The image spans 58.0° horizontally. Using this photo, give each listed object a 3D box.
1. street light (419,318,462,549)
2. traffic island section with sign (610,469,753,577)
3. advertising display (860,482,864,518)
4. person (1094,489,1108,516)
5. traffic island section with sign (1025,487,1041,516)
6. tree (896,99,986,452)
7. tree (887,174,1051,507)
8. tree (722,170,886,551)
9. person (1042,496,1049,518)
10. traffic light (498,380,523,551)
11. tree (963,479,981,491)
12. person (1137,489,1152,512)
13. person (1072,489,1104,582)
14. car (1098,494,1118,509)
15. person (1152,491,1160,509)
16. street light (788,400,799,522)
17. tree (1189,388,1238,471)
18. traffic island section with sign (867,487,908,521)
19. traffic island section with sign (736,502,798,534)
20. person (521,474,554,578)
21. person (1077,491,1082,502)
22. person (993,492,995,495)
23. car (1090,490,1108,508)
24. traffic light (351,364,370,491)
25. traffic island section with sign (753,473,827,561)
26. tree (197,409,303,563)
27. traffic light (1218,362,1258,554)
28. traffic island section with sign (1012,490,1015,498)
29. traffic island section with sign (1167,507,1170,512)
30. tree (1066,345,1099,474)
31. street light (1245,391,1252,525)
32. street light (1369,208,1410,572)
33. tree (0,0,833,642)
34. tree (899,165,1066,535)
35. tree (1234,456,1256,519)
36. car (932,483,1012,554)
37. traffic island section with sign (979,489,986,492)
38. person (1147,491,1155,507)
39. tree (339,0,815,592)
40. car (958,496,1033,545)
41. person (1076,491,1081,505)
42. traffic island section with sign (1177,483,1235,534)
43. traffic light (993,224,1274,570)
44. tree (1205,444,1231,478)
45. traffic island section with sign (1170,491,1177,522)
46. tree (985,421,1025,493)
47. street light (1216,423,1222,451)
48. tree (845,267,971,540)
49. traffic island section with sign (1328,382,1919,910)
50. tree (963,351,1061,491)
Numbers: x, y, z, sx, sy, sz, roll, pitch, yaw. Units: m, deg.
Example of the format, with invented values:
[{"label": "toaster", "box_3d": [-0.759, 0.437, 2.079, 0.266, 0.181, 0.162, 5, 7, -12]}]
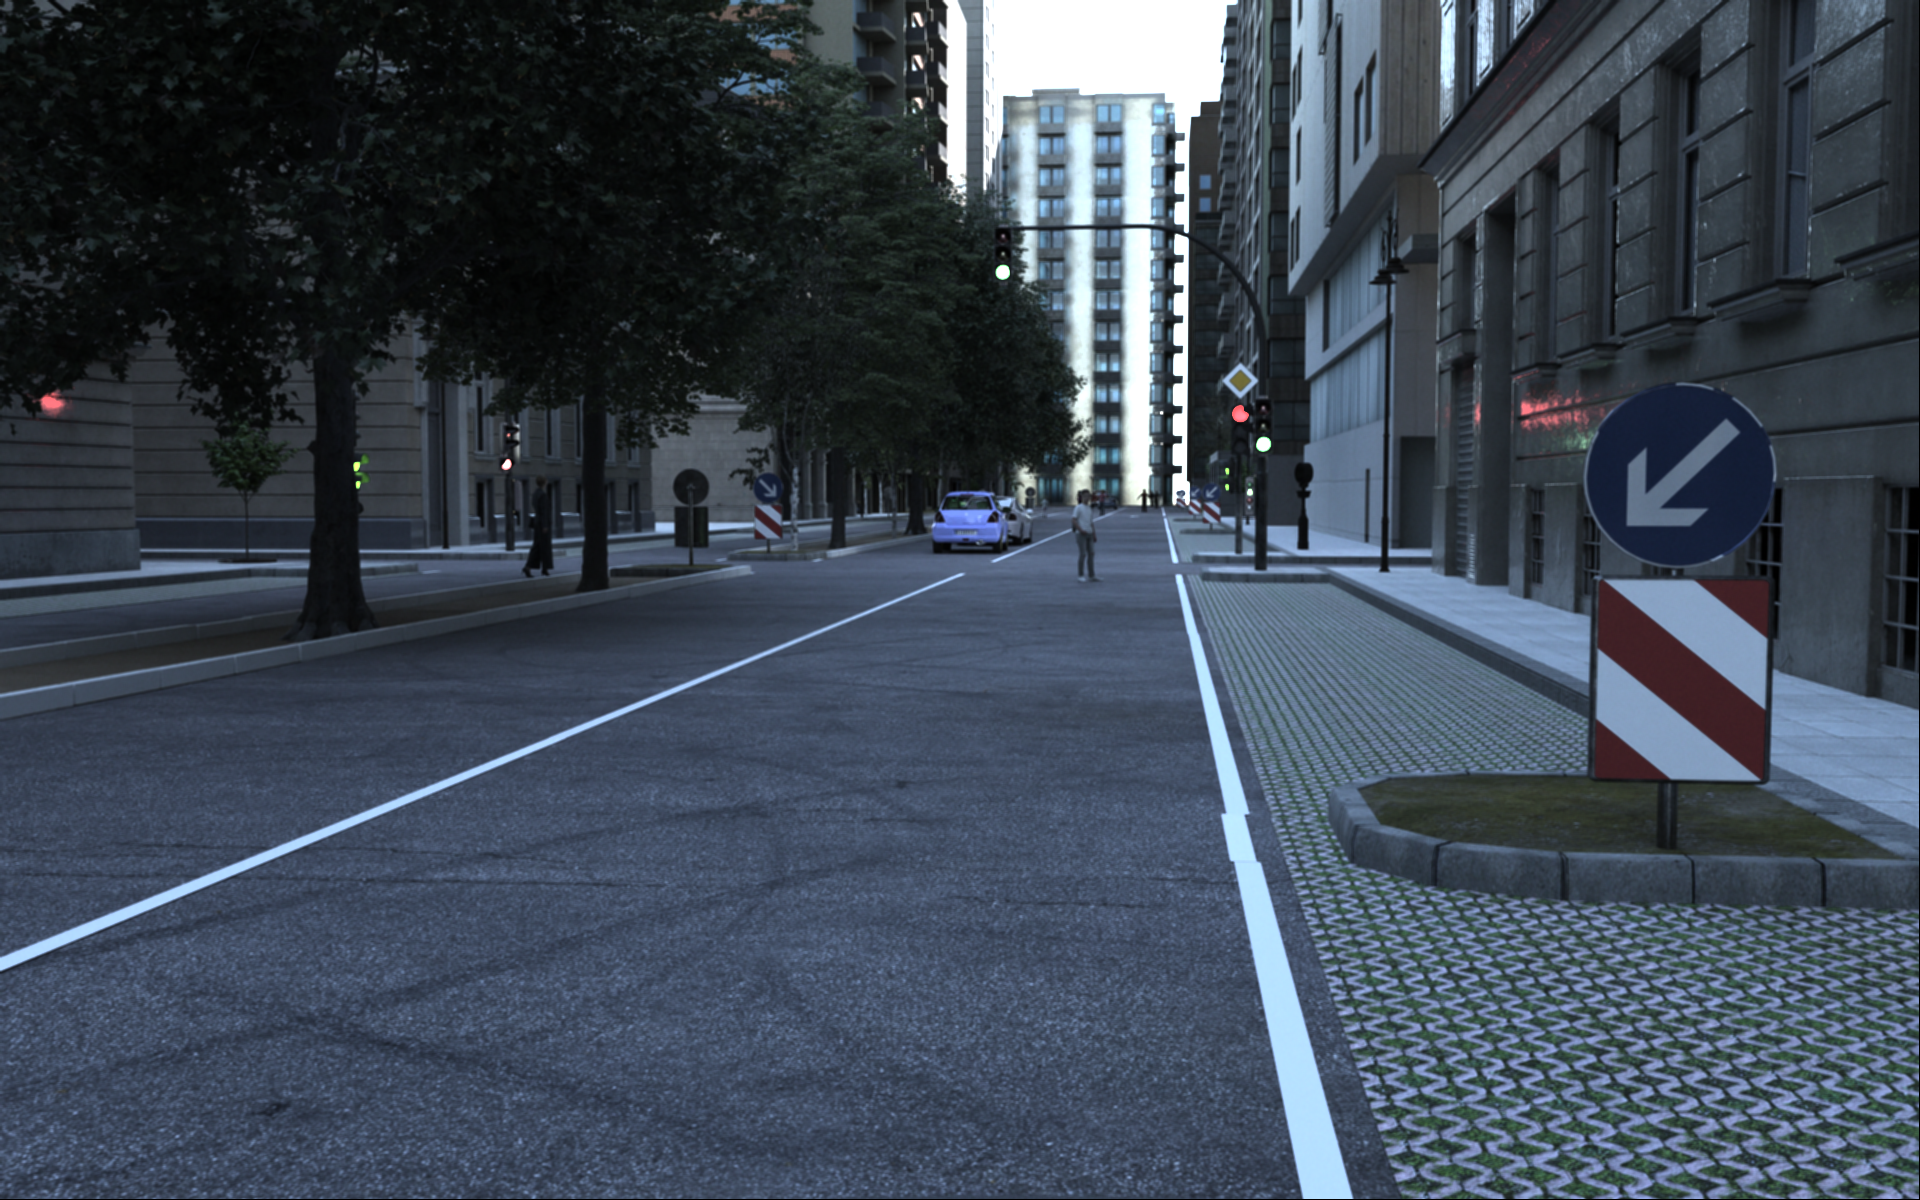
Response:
[{"label": "street light", "box_3d": [-12.018, -4.130, 40.307, 0.468, 5.910, 1.993, 0, 4, 7]}, {"label": "traffic island section with sign", "box_3d": [-4.912, -1.372, 30.577, 2.006, 1.907, 1.989, 0, 4, 7]}, {"label": "advertising display", "box_3d": [-5.321, -5.427, 93.941, 0.123, 1.923, 0.974, 0, 4, -7]}, {"label": "person", "box_3d": [9.443, -6.513, 115.702, 0.721, 1.743, 1.217, -3, 5, -42]}, {"label": "traffic island section with sign", "box_3d": [4.518, -6.388, 112.584, 2.006, 1.907, 1.989, 0, 4, 7]}, {"label": "tree", "box_3d": [-3.245, -7.629, 45.320, 7.486, 12.596, 7.792, 0, 3, 0]}, {"label": "tree", "box_3d": [-0.699, -9.837, 69.952, 9.857, 13.997, 8.962, 0, 3, 0]}, {"label": "tree", "box_3d": [-3.765, -5.298, 39.448, 4.360, 8.622, 3.978, 0, 3, 0]}, {"label": "person", "box_3d": [5.119, -5.604, 104.410, 0.425, 1.301, 0.394, -1, 4, -17]}, {"label": "traffic light", "box_3d": [-8.015, -3.912, 38.635, 4.771, 5.953, 1.251, 0, 4, 7]}, {"label": "tree", "box_3d": [1.322, -10.219, 161.676, 1.663, 3.219, 1.824, 0, 3, 0]}, {"label": "person", "box_3d": [14.538, -7.828, 136.447, 1.348, 1.831, 0.705, 2, 4, 29]}, {"label": "person", "box_3d": [2.068, -1.054, 28.322, 0.523, 1.515, 0.503, 1, 4, 16]}, {"label": "car", "box_3d": [13.915, -9.233, 162.969, 2.014, 1.417, 4.499, 0, 4, 7]}, {"label": "person", "box_3d": [19.369, -9.911, 171.264, 0.721, 1.735, 1.217, 3, 5, 45]}, {"label": "street light", "box_3d": [-7.627, -6.464, 78.467, 0.468, 5.910, 1.993, 0, 4, 7]}, {"label": "tree", "box_3d": [17.980, -10.307, 118.877, 4.360, 8.622, 3.978, 0, 3, 0]}, {"label": "traffic island section with sign", "box_3d": [-3.773, -5.068, 91.494, 1.989, 1.847, 2.006, 0, 4, 7]}, {"label": "traffic island section with sign", "box_3d": [-6.993, -3.349, 63.382, 1.989, 1.847, 2.006, 0, 4, 7]}, {"label": "person", "box_3d": [-7.207, -1.273, 29.728, 0.576, 1.772, 0.534, 2, 4, 31]}, {"label": "person", "box_3d": [10.903, -9.075, 157.611, 0.721, 1.736, 1.217, 1, 4, 21]}, {"label": "person", "box_3d": [2.776, -8.873, 153.446, 0.709, 1.838, 0.599, -2, 4, -23]}, {"label": "car", "box_3d": [14.594, -10.471, 179.878, 2.281, 1.827, 5.304, 0, 4, 5]}, {"label": "traffic light", "box_3d": [-11.015, -2.568, 30.905, 0.839, 4.253, 0.868, 0, 4, 7]}, {"label": "traffic island section with sign", "box_3d": [-4.056, -1.823, 37.934, 2.006, 1.907, 1.989, 0, 4, 7]}, {"label": "tree", "box_3d": [-13.525, -2.320, 32.529, 1.663, 3.219, 1.824, 0, 3, 0]}, {"label": "traffic light", "box_3d": [5.955, -2.942, 37.015, 0.839, 4.253, 0.868, 0, 4, 7]}, {"label": "traffic island section with sign", "box_3d": [5.005, -9.734, 167.781, 1.989, 1.847, 2.006, 0, 4, 7]}, {"label": "traffic island section with sign", "box_3d": [17.645, -7.936, 138.386, 1.989, 1.847, 2.006, 0, 4, 7]}, {"label": "tree", "box_3d": [2.586, -10.618, 93.068, 9.611, 12.733, 9.660, 0, 3, 0]}, {"label": "street light", "box_3d": [12.090, -6.106, 72.624, 0.468, 5.910, 1.993, 0, 4, 7]}, {"label": "street light", "box_3d": [6.998, -3.400, 28.376, 0.468, 5.910, 1.993, 0, 4, 7]}, {"label": "tree", "box_3d": [-6.132, -5.954, 16.821, 9.611, 12.733, 9.660, 0, 3, 0]}, {"label": "tree", "box_3d": [-1.521, -8.608, 60.205, 9.611, 12.733, 9.660, 0, 3, 0]}, {"label": "tree", "box_3d": [14.526, -5.772, 88.981, 1.663, 3.219, 1.824, 0, 3, 0]}, {"label": "car", "box_3d": [0.290, -2.046, 43.042, 1.945, 1.707, 3.694, 0, 4, 5]}, {"label": "traffic island section with sign", "box_3d": [1.818, -8.037, 140.035, 1.989, 1.847, 2.006, 0, 4, 7]}, {"label": "person", "box_3d": [21.152, -11.188, 191.440, 0.705, 1.821, 1.348, -2, 4, -29]}, {"label": "tree", "box_3d": [-5.409, -6.413, 25.432, 7.486, 12.596, 7.792, 0, 3, 0]}, {"label": "car", "box_3d": [1.013, -2.287, 49.750, 2.083, 1.381, 4.827, 0, 4, 7]}, {"label": "person", "box_3d": [10.449, -8.653, 150.662, 0.721, 1.739, 1.217, -2, 4, -32]}, {"label": "traffic island section with sign", "box_3d": [8.879, -3.268, 62.054, 1.989, 1.847, 2.006, 0, 4, 7]}, {"label": "traffic light", "box_3d": [2.954, -3.334, 29.179, 4.771, 5.953, 1.251, 0, 4, 7]}, {"label": "tree", "box_3d": [17.788, -7.975, 114.101, 4.285, 4.588, 4.351, 0, 3, 0]}, {"label": "traffic island section with sign", "box_3d": [12.090, -4.979, 90.039, 1.989, 1.847, 2.006, 0, 4, 7]}, {"label": "tree", "box_3d": [1.602, -8.129, 85.727, 4.737, 8.622, 4.395, 0, 3, 0]}, {"label": "street light", "box_3d": [16.520, -8.425, 110.532, 0.468, 5.910, 1.993, 0, 4, 7]}, {"label": "tree", "box_3d": [-1.986, -6.080, 52.231, 4.737, 8.622, 4.395, 0, 3, 0]}, {"label": "traffic island section with sign", "box_3d": [2.544, 0.102, 6.959, 1.989, 1.847, 2.006, 0, 4, 7]}, {"label": "tree", "box_3d": [0.506, -8.723, 79.495, 8.767, 10.594, 7.601, 0, 4, 7]}]
